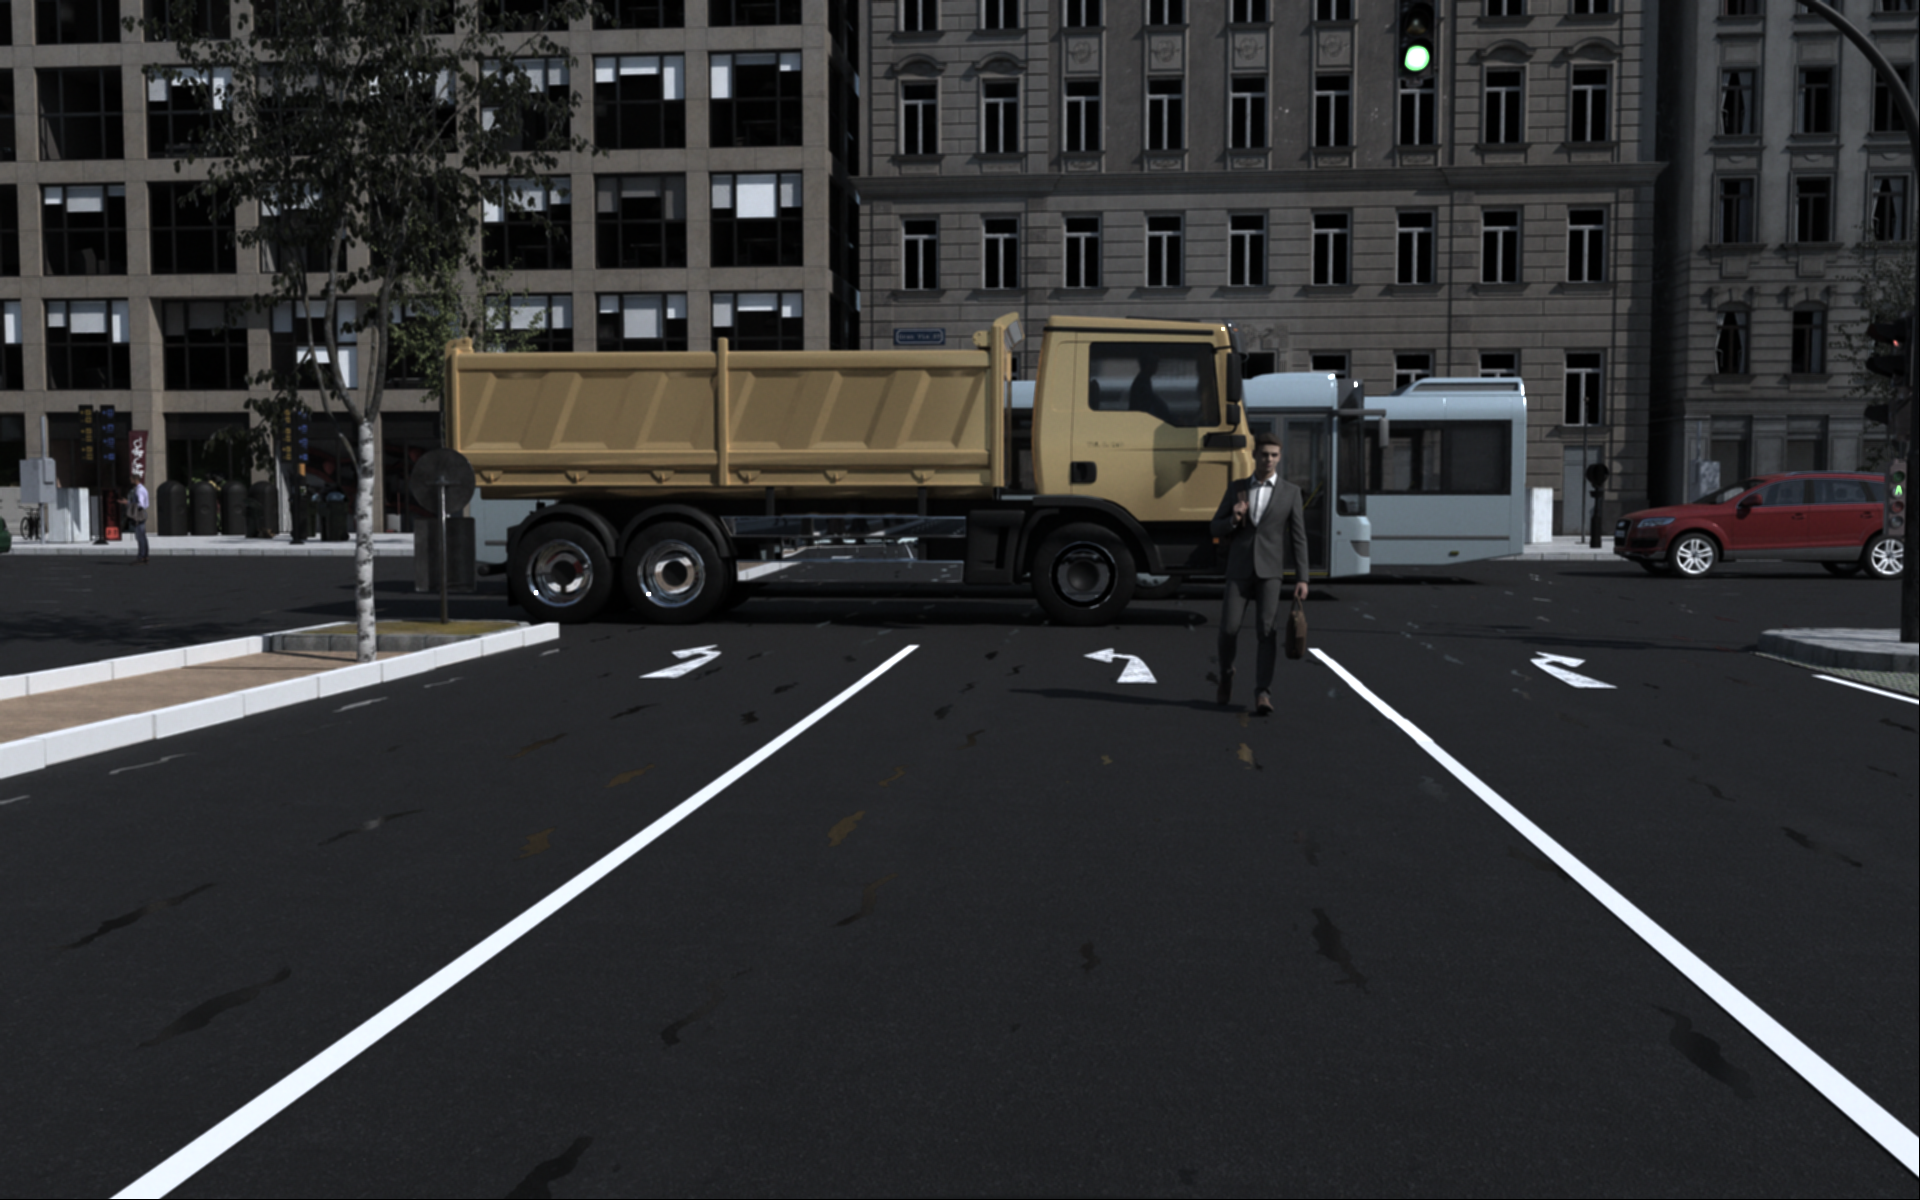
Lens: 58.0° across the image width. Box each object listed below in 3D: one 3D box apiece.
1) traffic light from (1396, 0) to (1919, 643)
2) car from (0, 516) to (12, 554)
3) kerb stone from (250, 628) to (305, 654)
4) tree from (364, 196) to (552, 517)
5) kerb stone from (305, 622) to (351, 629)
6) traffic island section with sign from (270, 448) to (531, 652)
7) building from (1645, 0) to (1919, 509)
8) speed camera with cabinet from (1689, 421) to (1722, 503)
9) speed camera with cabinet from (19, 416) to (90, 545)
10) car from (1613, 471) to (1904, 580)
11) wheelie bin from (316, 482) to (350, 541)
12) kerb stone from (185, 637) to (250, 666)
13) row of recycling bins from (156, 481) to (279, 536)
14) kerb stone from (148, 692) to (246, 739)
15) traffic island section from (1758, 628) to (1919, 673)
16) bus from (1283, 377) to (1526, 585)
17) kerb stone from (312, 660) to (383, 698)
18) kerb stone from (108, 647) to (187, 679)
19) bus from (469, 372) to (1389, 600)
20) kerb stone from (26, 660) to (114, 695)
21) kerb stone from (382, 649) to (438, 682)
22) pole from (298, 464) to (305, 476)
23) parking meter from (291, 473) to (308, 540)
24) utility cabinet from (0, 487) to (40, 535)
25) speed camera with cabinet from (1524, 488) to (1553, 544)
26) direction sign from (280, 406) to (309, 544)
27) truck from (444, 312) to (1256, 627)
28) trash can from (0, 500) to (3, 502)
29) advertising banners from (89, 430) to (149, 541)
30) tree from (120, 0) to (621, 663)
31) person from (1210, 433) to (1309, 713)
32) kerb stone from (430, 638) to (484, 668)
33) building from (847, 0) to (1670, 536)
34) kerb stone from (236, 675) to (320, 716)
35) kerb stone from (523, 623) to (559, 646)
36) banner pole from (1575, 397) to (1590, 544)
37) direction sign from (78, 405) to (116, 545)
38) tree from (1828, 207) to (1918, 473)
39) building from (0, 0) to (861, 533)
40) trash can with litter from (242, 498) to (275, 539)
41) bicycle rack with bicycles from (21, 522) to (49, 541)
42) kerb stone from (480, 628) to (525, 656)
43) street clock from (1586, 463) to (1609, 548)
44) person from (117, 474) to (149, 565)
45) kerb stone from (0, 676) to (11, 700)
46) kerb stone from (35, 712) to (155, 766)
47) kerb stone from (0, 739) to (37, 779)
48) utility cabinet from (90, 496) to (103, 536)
[{"bbox_3d":[6.131,-2.464,14.954,4.771,5.953,1.251,0,4,6],"label":"traffic light"},{"bbox_3d":[-21.311,-1.360,34.039,4.920,1.459,2.131,0,4,4],"label":"car"},{"bbox_3d":[-6.313,0.391,15.839,0.120,0.150,1.000,0,4,6],"label":"kerb stone"},{"bbox_3d":[-12.751,-5.705,43.641,4.737,8.622,4.395,0,3,0],"label":"tree"},{"bbox_3d":[-6.207,0.326,16.859,0.120,0.150,1.000,0,4,6],"label":"kerb stone"},{"bbox_3d":[-5.173,-0.515,16.550,2.006,1.907,1.989,0,4,6],"label":"traffic island section with sign"},{"bbox_3d":[30.782,-12.570,54.674,18.267,20.994,9.793,0,4,6],"label":"building"},{"bbox_3d":[20.080,-3.159,45.985,0.660,3.252,2.038,0,4,-2],"label":"speed camera with cabinet"},{"bbox_3d":[-23.406,-3.085,44.784,0.660,3.252,2.038,0,4,6],"label":"speed camera with cabinet"},{"bbox_3d":[14.110,-1.303,29.973,5.304,1.827,2.281,0,4,5],"label":"car"},{"bbox_3d":[-17.059,-2.400,47.144,0.980,1.594,0.693,2,4,35],"label":"wheelie bin"},{"bbox_3d":[-6.406,0.451,14.819,0.120,0.150,1.000,0,4,6],"label":"kerb stone"},{"bbox_3d":[-22.947,-2.847,53.667,3.534,1.692,1.069,-3,4,-38],"label":"row of recycling bins"},{"bbox_3d":[-4.707,0.711,10.624,0.120,0.150,1.000,0,4,6],"label":"kerb stone"},{"bbox_3d":[8.260,0.445,15.003,2.009,0.180,2.903,0,4,6],"label":"traffic island section"},{"bbox_3d":[2.317,-2.074,28.766,13.247,3.499,2.948,0,4,5],"label":"bus"},{"bbox_3d":[-4.509,0.583,12.666,0.120,0.150,1.000,0,4,6],"label":"kerb stone"},{"bbox_3d":[-6.507,0.514,13.798,0.120,0.150,1.000,0,4,6],"label":"kerb stone"},{"bbox_3d":[-0.130,-1.825,24.703,13.247,3.499,2.948,0,4,6],"label":"bus"},{"bbox_3d":[-6.604,0.581,12.769,0.120,0.150,1.000,0,4,6],"label":"kerb stone"},{"bbox_3d":[-4.405,0.524,13.692,0.120,0.150,1.000,0,4,6],"label":"kerb stone"},{"bbox_3d":[-20.411,-3.661,53.707,0.158,3.312,0.155,0,3,0],"label":"pole"},{"bbox_3d":[-18.516,-2.620,48.549,0.399,1.863,0.255,2,4,33],"label":"parking meter"},{"bbox_3d":[-28.970,-2.724,53.222,1.173,1.500,0.318,-1,4,-14],"label":"utility cabinet"},{"bbox_3d":[14.306,-3.045,44.124,2.038,3.252,0.660,-3,5,-39],"label":"speed camera with cabinet"},{"bbox_3d":[-16.970,-3.193,44.205,0.379,3.537,0.876,2,4,26],"label":"direction sign"},{"bbox_3d":[-0.708,-1.465,19.883,9.791,3.379,3.469,0,4,4],"label":"truck"},{"bbox_3d":[-23.651,-1.859,42.055,0.748,1.137,0.748,0,3,0],"label":"trash can"},{"bbox_3d":[-23.236,-3.127,47.319,2.074,3.025,0.090,-1,4,-11],"label":"advertising banners"},{"bbox_3d":[-5.025,-3.782,14.663,4.360,8.622,3.978,0,3,0],"label":"tree"},{"bbox_3d":[1.970,-0.182,11.435,0.622,1.834,0.822,0,4,2],"label":"person"},{"bbox_3d":[-4.312,0.458,14.712,0.120,0.150,1.000,0,4,6],"label":"kerb stone"},{"bbox_3d":[9.390,-15.980,58.532,25.104,27.353,12.463,0,4,6],"label":"building"},{"bbox_3d":[-4.612,0.647,11.644,0.120,0.150,1.000,0,4,6],"label":"kerb stone"},{"bbox_3d":[-4.103,0.332,16.768,0.120,0.150,1.000,0,4,6],"label":"kerb stone"},{"bbox_3d":[16.093,-3.336,44.565,0.401,3.779,0.863,1,4,16],"label":"banner pole"},{"bbox_3d":[-21.903,-3.183,44.041,0.876,3.537,0.379,0,4,-4],"label":"direction sign"},{"bbox_3d":[24.136,-5.732,44.087,4.360,8.622,3.978,0,3,0],"label":"tree"},{"bbox_3d":[-20.176,-15.920,64.802,34.151,26.468,19.350,0,4,6],"label":"building"},{"bbox_3d":[-20.233,-2.365,50.061,1.055,1.170,0.624,2,4,28],"label":"trash can with litter"},{"bbox_3d":[-26.017,-2.113,47.929,2.852,0.926,2.925,-2,4,-29],"label":"bicycle rack with bicycles"},{"bbox_3d":[-4.210,0.394,15.748,0.120,0.150,1.000,0,4,6],"label":"kerb stone"},{"bbox_3d":[15.084,-2.231,41.040,0.471,2.002,0.358,-1,4,-16],"label":"street clock"},{"bbox_3d":[-16.765,-1.634,35.092,0.599,1.838,0.709,-1,4,-18],"label":"person"},{"bbox_3d":[-6.710,0.640,11.746,0.120,0.150,1.000,0,4,6],"label":"kerb stone"},{"bbox_3d":[-4.814,0.770,9.599,0.120,0.150,1.000,0,4,6],"label":"kerb stone"},{"bbox_3d":[-4.901,0.833,8.578,0.120,0.150,1.000,0,4,6],"label":"kerb stone"},{"bbox_3d":[-26.442,-2.575,53.255,1.020,1.237,0.306,3,5,43],"label":"utility cabinet"}]
